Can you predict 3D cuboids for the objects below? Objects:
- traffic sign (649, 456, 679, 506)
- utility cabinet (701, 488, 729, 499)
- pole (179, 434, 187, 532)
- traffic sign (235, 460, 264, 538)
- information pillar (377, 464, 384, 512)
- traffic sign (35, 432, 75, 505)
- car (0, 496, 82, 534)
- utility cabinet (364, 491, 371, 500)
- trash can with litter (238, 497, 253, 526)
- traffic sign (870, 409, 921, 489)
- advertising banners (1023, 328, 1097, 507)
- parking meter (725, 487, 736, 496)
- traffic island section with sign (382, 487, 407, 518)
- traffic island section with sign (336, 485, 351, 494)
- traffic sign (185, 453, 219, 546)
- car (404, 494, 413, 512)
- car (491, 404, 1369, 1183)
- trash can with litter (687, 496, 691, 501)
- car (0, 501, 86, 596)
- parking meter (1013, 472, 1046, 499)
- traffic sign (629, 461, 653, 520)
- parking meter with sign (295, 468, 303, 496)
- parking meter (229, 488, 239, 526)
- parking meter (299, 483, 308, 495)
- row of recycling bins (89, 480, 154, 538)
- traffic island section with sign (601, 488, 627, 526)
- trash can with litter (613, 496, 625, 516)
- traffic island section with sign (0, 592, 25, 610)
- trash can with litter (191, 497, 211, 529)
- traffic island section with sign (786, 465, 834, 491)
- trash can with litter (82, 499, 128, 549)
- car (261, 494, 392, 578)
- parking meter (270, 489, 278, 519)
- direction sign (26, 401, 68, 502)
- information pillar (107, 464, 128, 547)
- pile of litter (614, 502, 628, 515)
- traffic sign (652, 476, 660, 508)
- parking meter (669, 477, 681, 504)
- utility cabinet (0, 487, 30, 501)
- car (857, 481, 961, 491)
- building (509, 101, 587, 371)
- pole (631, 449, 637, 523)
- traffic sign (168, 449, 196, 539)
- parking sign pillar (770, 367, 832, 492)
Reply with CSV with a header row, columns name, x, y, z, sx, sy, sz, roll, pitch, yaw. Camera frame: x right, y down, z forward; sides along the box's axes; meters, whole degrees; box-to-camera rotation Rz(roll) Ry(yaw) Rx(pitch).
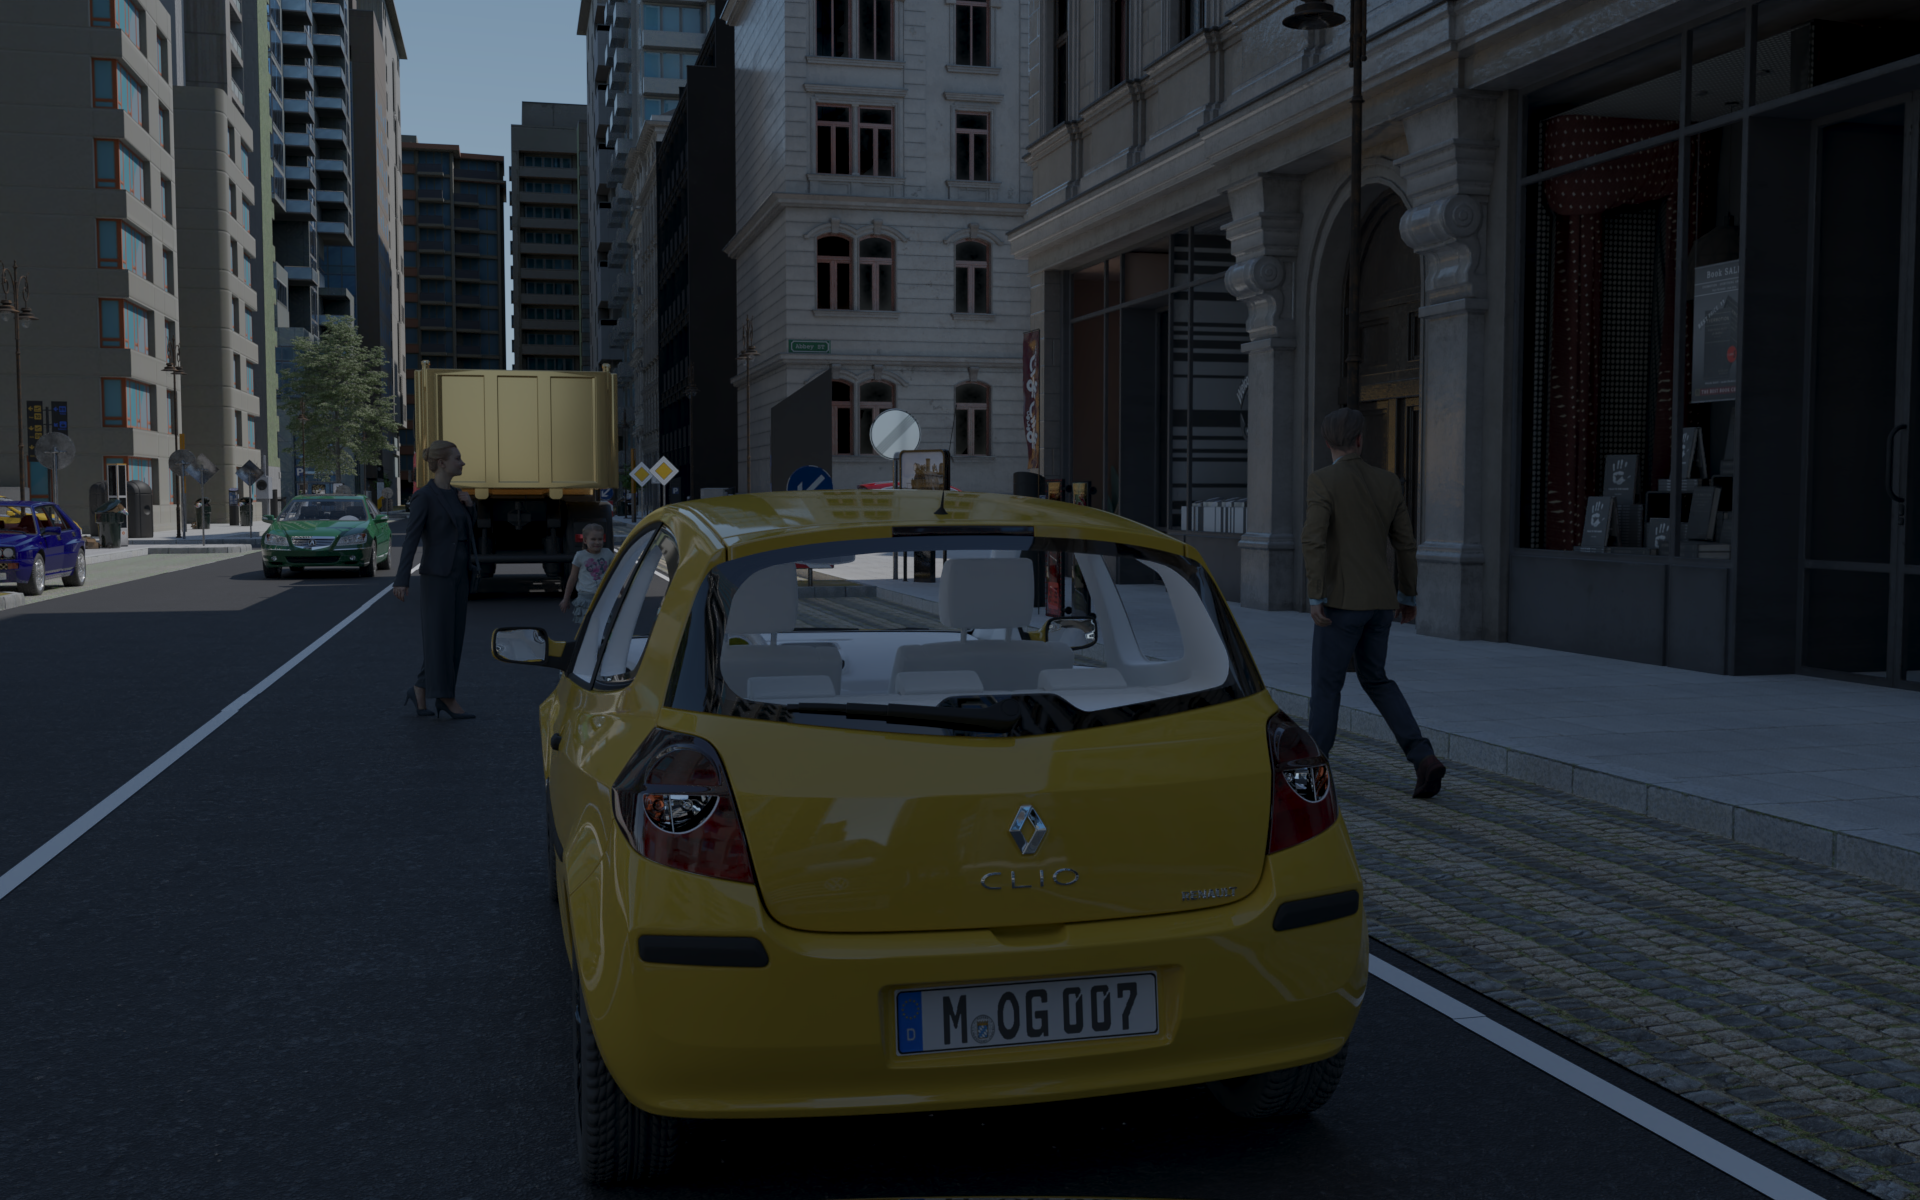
name,x,y,z,sx,sy,sz,roll,pitch,yaw
traffic sign,-7.768,-2.558,45.467,0.795,2.450,0.064,-1,4,-14
utility cabinet,-8.938,-3.326,63.052,1.173,1.500,0.318,3,4,39
pole,-26.251,-3.955,58.513,0.158,3.312,0.155,0,3,0
traffic sign,-20.659,-2.861,50.416,0.795,2.450,0.064,-1,4,-14
information pillar,-41.056,-8.032,122.676,0.504,3.616,0.183,-3,5,-44
traffic sign,-18.601,-2.173,35.634,0.768,2.556,0.104,-1,4,-13
car,-24.512,-2.062,43.940,3.980,1.641,2.015,-1,4,-15
utility cabinet,-41.079,-6.819,120.166,0.318,1.500,1.173,-1,4,-9
trash can with litter,-28.547,-3.527,69.056,0.624,1.170,1.055,-2,4,-32
traffic sign,-0.966,-1.579,25.918,0.768,2.556,0.104,0,4,-7
advertising banners,0.995,-1.326,17.874,0.090,3.025,2.074,-1,4,-17
parking meter,-7.883,-3.118,59.398,0.372,1.533,0.369,0,3,0
traffic island section with sign,-33.687,-5.716,102.089,1.989,1.847,2.006,-1,4,-14
traffic island section with sign,-26.810,-4.088,75.461,1.989,1.847,2.006,-1,4,-14
traffic sign,-18.661,-2.388,42.684,0.795,2.450,0.064,-1,4,-14
car,-42.993,-7.801,137.334,2.009,1.686,4.222,-1,4,-14
car,-0.359,0.309,5.176,2.015,1.641,3.980,-1,4,-15
trash can with litter,-10.941,-3.587,69.698,1.678,1.210,2.233,-1,4,-12
car,-14.046,-0.775,25.251,1.945,1.354,3.894,-1,4,-15
parking meter,0.789,-0.691,19.708,0.372,1.533,0.369,0,3,0
traffic sign,-9.766,-3.031,53.199,0.795,2.450,0.064,-1,4,-14
parking meter with sign,-43.288,-7.182,113.681,0.543,3.016,1.738,-1,4,-21
parking meter,-29.370,-3.771,70.062,0.372,1.533,0.369,0,3,0
parking meter,-33.741,-5.098,89.062,0.255,1.863,0.399,2,4,26
row of recycling bins,-24.994,-2.714,51.494,1.069,1.692,3.534,-3,5,-43
traffic island section with sign,-15.907,-4.188,77.101,1.989,1.847,2.006,-1,4,-14
trash can with litter,-19.725,-5.398,99.652,1.055,1.170,0.624,-1,4,-19
traffic island section with sign,-12.899,-0.792,21.582,1.989,1.847,2.006,-1,4,-14
trash can with litter,-27.732,-3.162,63.093,1.055,1.170,0.624,3,5,42
traffic island section with sign,-2.351,-0.978,24.613,1.989,1.847,2.006,-1,4,-14
trash can with litter,-20.114,-1.785,40.580,0.624,1.170,1.055,2,4,28
car,-11.377,-1.193,31.302,2.131,1.459,4.920,-1,4,-13
parking meter,-35.848,-5.020,90.486,0.372,1.533,0.369,0,3,0
direction sign,-22.189,-3.070,42.191,0.876,3.537,0.379,-2,4,-25
information pillar,-20.450,-2.297,42.049,0.304,2.012,0.304,1,4,16
pile of litter,-20.622,-5.564,104.930,1.719,0.858,1.176,1,4,18
traffic sign,-11.948,-4.079,68.821,0.606,2.300,0.079,-1,4,-13
parking meter,-9.891,-3.327,60.104,0.399,1.863,0.255,-1,4,-13
utility cabinet,-29.752,-2.784,54.197,1.173,1.500,0.318,0,4,1
car,-0.814,-2.540,50.208,5.304,1.827,2.281,-1,4,-16
building,-45.661,-36.420,219.167,21.600,48.544,21.300,-1,4,-14
pole,-14.638,-5.128,77.685,0.158,3.312,0.155,0,3,0
traffic sign,-22.124,-3.010,49.313,0.768,2.556,0.104,-1,4,-9
parking sign pillar,-3.395,-2.968,36.994,1.447,3.967,1.447,-1,4,-10
